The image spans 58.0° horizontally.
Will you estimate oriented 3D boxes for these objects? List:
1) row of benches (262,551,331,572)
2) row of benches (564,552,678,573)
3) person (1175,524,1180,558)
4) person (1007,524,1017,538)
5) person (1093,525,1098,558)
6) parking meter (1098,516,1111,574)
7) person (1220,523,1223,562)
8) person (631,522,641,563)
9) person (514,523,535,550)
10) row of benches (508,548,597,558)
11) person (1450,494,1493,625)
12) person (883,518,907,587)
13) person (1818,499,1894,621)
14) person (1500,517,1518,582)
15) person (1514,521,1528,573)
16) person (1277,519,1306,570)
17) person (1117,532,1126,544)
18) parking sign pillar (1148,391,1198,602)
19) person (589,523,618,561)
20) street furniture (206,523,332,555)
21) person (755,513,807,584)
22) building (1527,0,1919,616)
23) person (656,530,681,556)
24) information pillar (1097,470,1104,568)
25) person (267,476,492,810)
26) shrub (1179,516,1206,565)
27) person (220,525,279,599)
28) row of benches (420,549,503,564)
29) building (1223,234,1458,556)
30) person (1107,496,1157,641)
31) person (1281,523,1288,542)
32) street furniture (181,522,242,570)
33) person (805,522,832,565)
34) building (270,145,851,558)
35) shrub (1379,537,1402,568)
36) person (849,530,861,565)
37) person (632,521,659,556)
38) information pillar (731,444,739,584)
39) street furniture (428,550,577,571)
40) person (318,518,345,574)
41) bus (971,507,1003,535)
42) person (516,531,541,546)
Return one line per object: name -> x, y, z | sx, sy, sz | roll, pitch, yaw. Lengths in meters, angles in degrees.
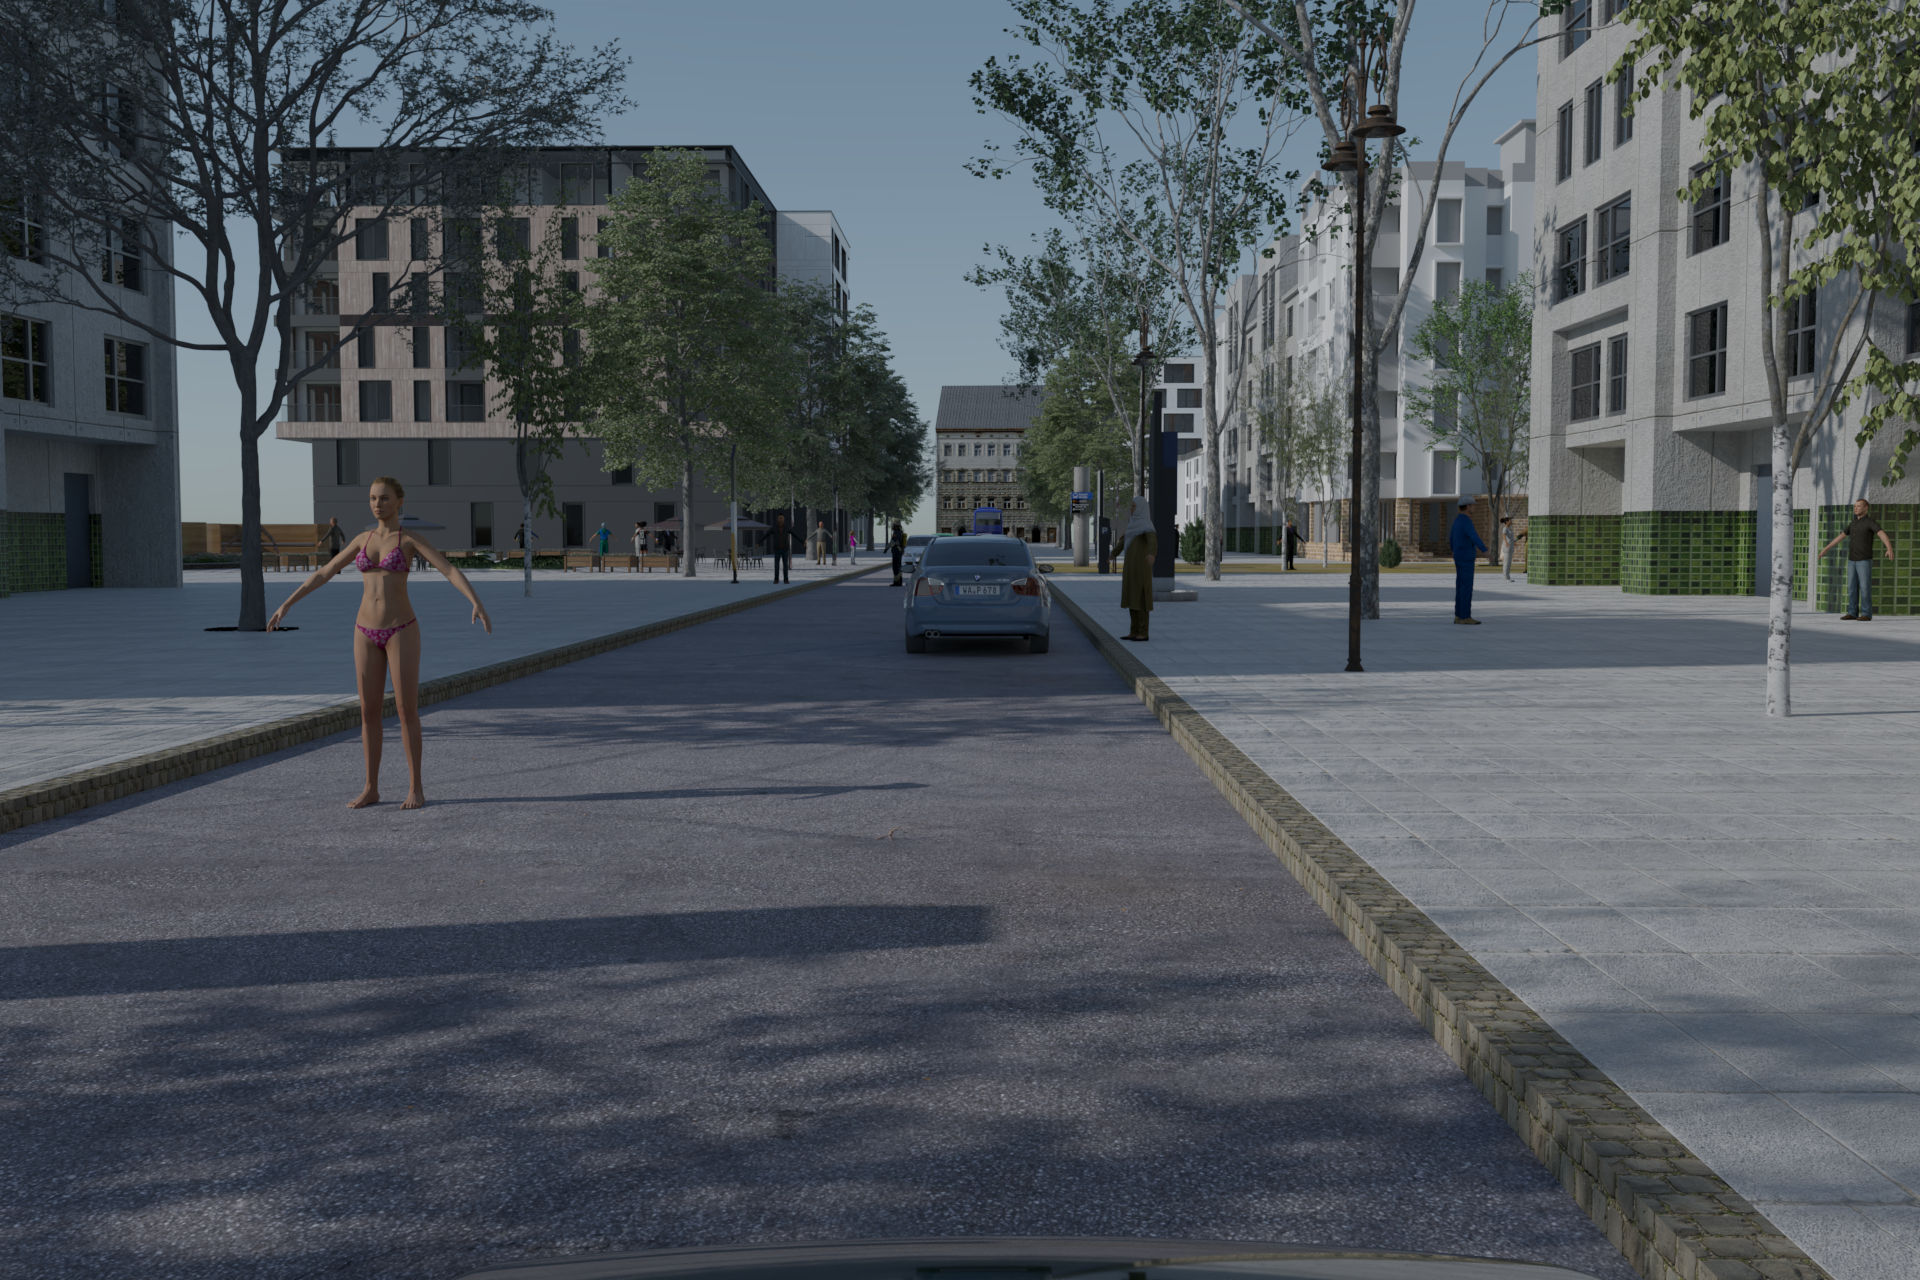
row of benches -> -23.028, -2.711, 59.790 | 1.422, 0.672, 4.104 | 1, 4, 19
row of benches -> -11.397, -2.588, 57.782 | 4.104, 0.672, 1.422 | 1, 4, 19
person -> 11.438, -5.213, 91.167 | 0.705, 1.837, 1.347 | -1, 4, -12
person -> 2.086, -3.655, 68.338 | 0.705, 1.813, 1.348 | -2, 4, -24
person -> 7.336, -5.231, 91.488 | 0.705, 1.833, 1.349 | -1, 4, -15
parking meter -> 4.654, -3.056, 55.671 | 0.399, 1.863, 0.255 | 0, 4, 2
person -> 11.874, -4.484, 79.440 | 0.705, 1.813, 1.348 | 0, 4, -5
person -> -14.368, -4.346, 77.246 | 0.705, 1.806, 1.347 | -2, 4, -29
person -> -21.265, -4.779, 84.321 | 1.347, 1.806, 0.705 | 2, 4, 31
row of benches -> -17.633, -3.654, 75.201 | 4.104, 0.672, 1.422 | 1, 4, 15
person -> 7.223, -1.149, 24.664 | 0.705, 1.842, 1.347 | 0, 4, -5
person -> -1.745, -2.395, 47.394 | 0.705, 1.856, 1.354 | 1, 4, 19
person -> 13.305, -1.188, 25.635 | 0.705, 1.803, 1.348 | -1, 4, -18
person -> 14.647, -2.402, 46.052 | 0.721, 1.739, 1.217 | 2, 4, 29
person -> 18.610, -3.101, 56.462 | 1.354, 1.858, 0.705 | 0, 4, -6
person -> 11.761, -3.392, 61.678 | 1.346, 1.802, 0.704 | -2, 4, -33
person -> 6.023, -3.260, 59.442 | 1.346, 1.812, 0.704 | 1, 4, 15
parking sign pillar -> 3.889, -2.749, 33.412 | 1.447, 3.967, 1.447 | 0, 4, 1
person -> -16.877, -4.647, 82.098 | 1.347, 1.817, 0.704 | -1, 4, -20
street furniture -> -30.977, -4.183, 75.241 | 11.010, 1.723, 9.812 | 0, 4, 0
person -> -4.618, -2.364, 44.715 | 1.348, 1.821, 0.705 | 0, 4, -6
building -> 22.595, -9.883, 28.040 | 16.747, 18.905, 31.486 | 0, 4, 1
person -> -11.882, -3.898, 70.453 | 0.721, 1.740, 1.216 | 3, 5, 45
information pillar -> 5.233, -4.471, 64.411 | 0.184, 3.620, 1.656 | 0, 4, 2
person -> -3.019, 0.013, 9.042 | 1.217, 1.733, 0.721 | 0, 4, 7
shrub -> 9.809, -4.131, 71.580 | 1.661, 2.075, 1.752 | 0, 3, 0
person -> -12.737, -1.486, 31.100 | 1.217, 1.737, 0.721 | 1, 4, 16
row of benches -> -20.937, -3.488, 72.491 | 4.104, 0.672, 1.422 | 2, 4, 26
building -> 27.386, -14.943, 110.775 | 16.747, 18.905, 31.486 | 0, 4, 1
person -> 2.064, -0.858, 20.798 | 0.721, 1.736, 1.217 | -1, 4, -19
person -> 15.080, -4.513, 79.636 | 0.705, 1.847, 1.347 | 2, 4, 30
street furniture -> -29.513, -3.481, 63.762 | 9.812, 1.723, 11.010 | 1, 4, 16
person -> -5.773, -4.024, 72.060 | 1.348, 1.796, 0.705 | 1, 4, 12
building -> -22.102, -16.136, 107.801 | 27.936, 21.610, 32.646 | 0, 4, 1
shrub -> 16.063, -3.277, 64.694 | 1.383, 1.207, 1.383 | 0, 3, 0
person -> -4.388, -3.843, 72.093 | 0.599, 1.433, 0.991 | -2, 4, -30
person -> -13.341, -4.101, 73.191 | 1.345, 1.843, 0.704 | 2, 4, 25
information pillar -> -5.845, -3.269, 44.803 | 0.183, 3.616, 0.504 | 0, 4, 0
street furniture -> -16.759, -3.071, 65.831 | 5.734, 0.657, 10.072 | 0, 4, -3
person -> -19.942, -2.996, 55.160 | 0.705, 1.807, 1.348 | 1, 4, 15
bus -> 2.489, -10.154, 157.562 | 2.896, 3.916, 12.251 | 0, 3, 0
person -> -21.582, -4.902, 86.614 | 1.216, 1.772, 0.721 | 0, 4, -8
